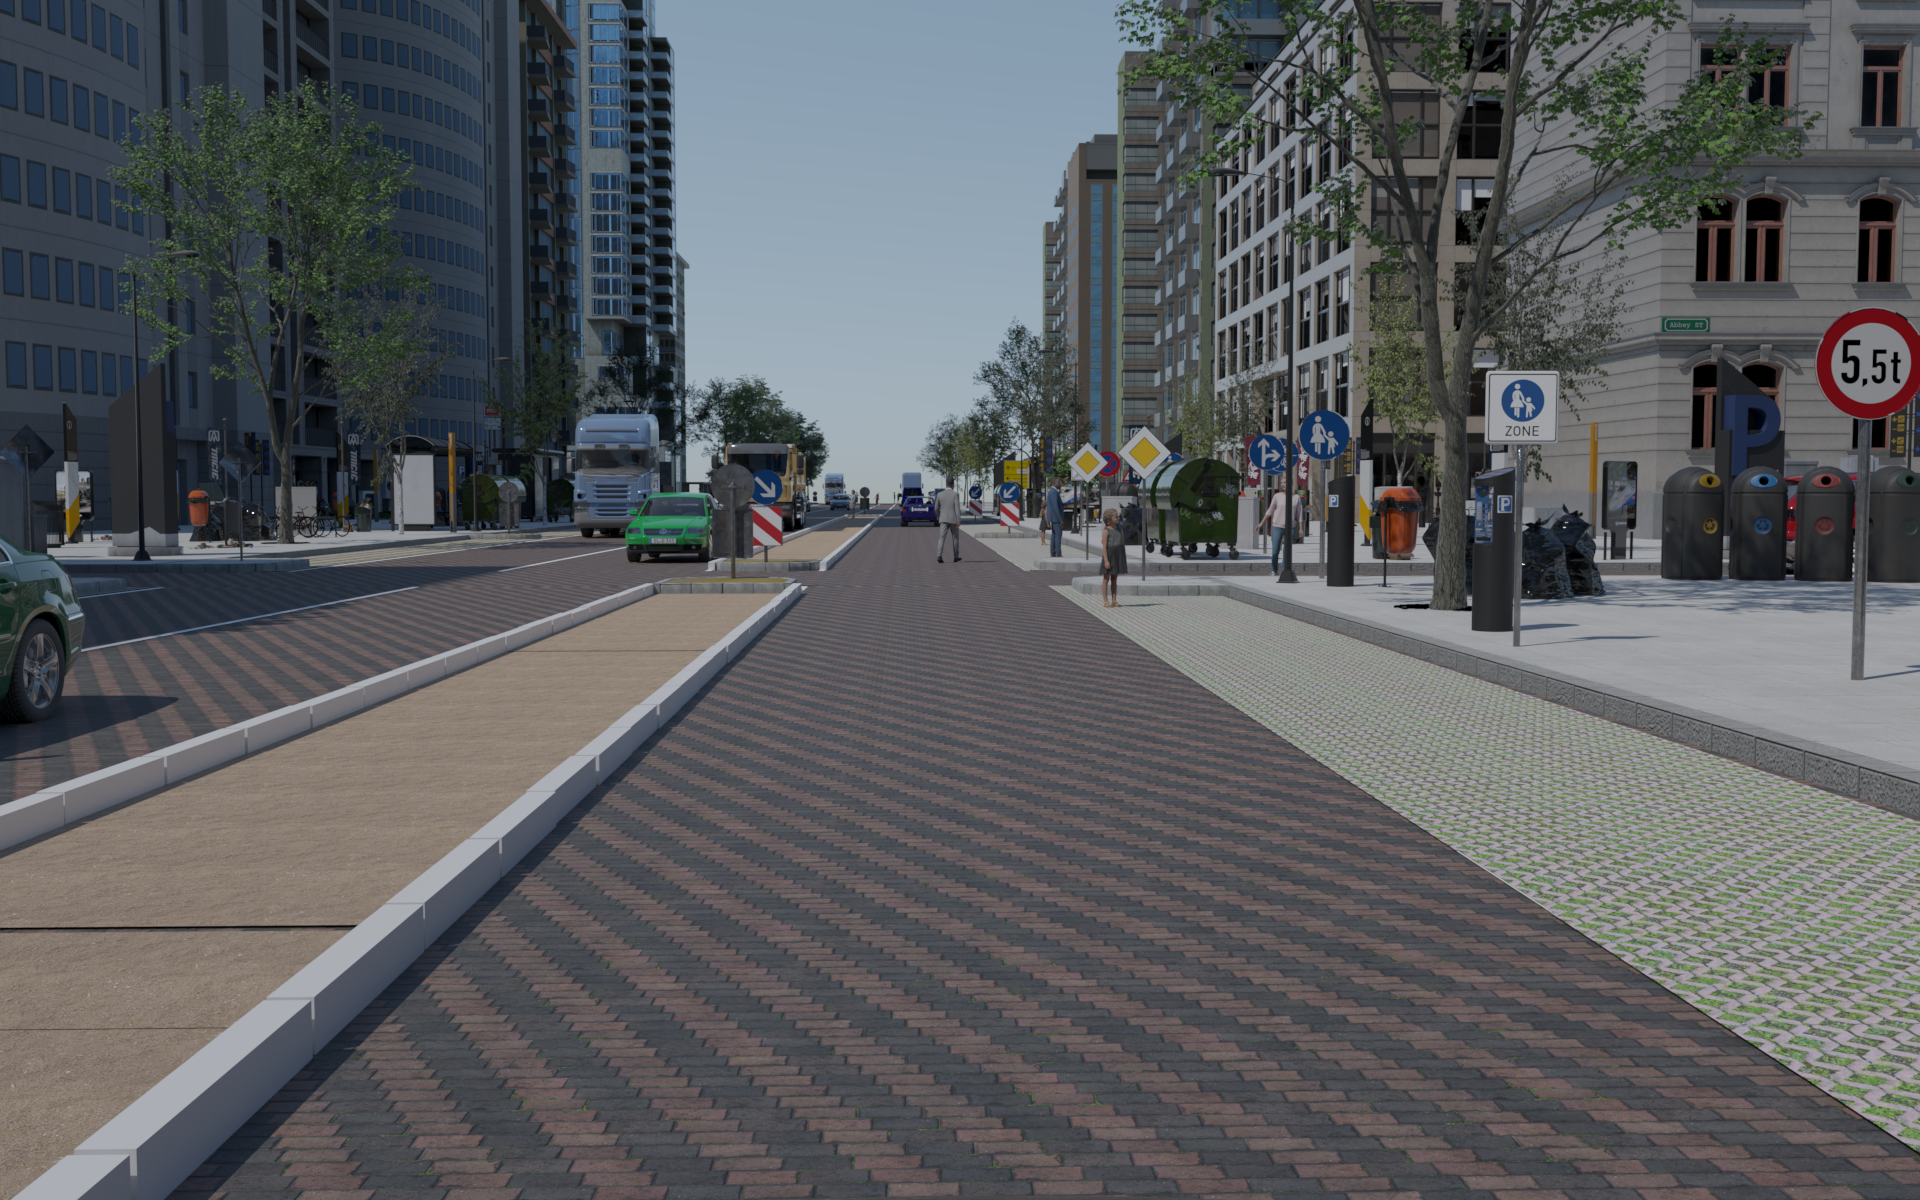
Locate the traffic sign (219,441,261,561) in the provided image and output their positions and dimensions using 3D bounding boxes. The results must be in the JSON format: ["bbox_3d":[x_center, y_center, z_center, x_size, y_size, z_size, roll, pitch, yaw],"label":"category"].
[{"bbox_3d":[-13.723,-1.797,33.031,0.795,2.450,0.064,0,4,-2],"label":"traffic sign"}]

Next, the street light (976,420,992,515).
[{"bbox_3d":[1.585,-8.283,107.966,1.470,5.913,1.316,0,4,-2],"label":"street light"}]

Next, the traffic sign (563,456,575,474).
[{"bbox_3d":[-20.120,-6.042,92.665,2.265,3.308,0.079,0,4,5],"label":"traffic sign"}]

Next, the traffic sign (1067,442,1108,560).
[{"bbox_3d":[2.464,-1.827,33.507,0.795,2.450,0.064,0,4,-2],"label":"traffic sign"}]

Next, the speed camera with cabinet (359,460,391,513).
[{"bbox_3d":[-31.018,-5.983,92.165,0.660,3.252,2.038,3,5,40],"label":"speed camera with cabinet"}]

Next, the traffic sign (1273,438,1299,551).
[{"bbox_3d":[7.266,-2.391,39.200,0.768,2.556,0.104,0,4,1],"label":"traffic sign"}]

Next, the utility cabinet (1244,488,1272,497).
[{"bbox_3d":[10.795,-3.320,62.959,0.318,1.500,1.173,-3,5,-43],"label":"utility cabinet"}]

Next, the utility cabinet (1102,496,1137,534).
[{"bbox_3d":[4.614,-2.384,50.133,1.020,1.237,0.306,2,4,34],"label":"utility cabinet"}]

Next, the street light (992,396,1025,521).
[{"bbox_3d":[2.386,-6.705,82.163,1.470,5.913,1.316,0,4,-2],"label":"street light"}]

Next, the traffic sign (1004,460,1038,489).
[{"bbox_3d":[3.762,-6.773,104.609,2.265,3.308,0.079,0,3,0],"label":"traffic sign"}]

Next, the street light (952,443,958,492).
[{"bbox_3d":[0.143,-11.363,158.330,1.470,5.913,1.316,0,4,-2],"label":"street light"}]

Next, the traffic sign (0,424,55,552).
[{"bbox_3d":[-13.477,-1.309,25.049,0.795,2.450,0.064,0,4,-2],"label":"traffic sign"}]

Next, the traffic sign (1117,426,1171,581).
[{"bbox_3d":[2.710,-1.338,25.525,0.795,2.450,0.064,0,4,-2],"label":"traffic sign"}]

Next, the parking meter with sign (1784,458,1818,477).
[{"bbox_3d":[17.740,-2.470,36.650,1.738,3.016,0.543,0,4,6],"label":"parking meter with sign"}]

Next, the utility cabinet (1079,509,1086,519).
[{"bbox_3d":[6.513,-4.806,89.739,0.306,1.237,1.020,-1,4,-19],"label":"utility cabinet"}]

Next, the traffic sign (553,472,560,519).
[{"bbox_3d":[-20.887,-5.439,89.029,0.768,2.556,0.104,0,4,5],"label":"traffic sign"}]

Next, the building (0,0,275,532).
[{"bbox_3d":[-40.436,-31.725,60.709,21.231,58.520,28.212,0,4,-2],"label":"building"}]

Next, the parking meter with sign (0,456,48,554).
[{"bbox_3d":[-19.101,-2.342,34.553,0.543,3.016,1.738,1,4,19],"label":"parking meter with sign"}]

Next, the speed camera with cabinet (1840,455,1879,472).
[{"bbox_3d":[22.199,-2.882,41.455,2.038,3.252,0.660,0,4,1],"label":"speed camera with cabinet"}]

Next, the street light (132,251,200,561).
[{"bbox_3d":[-15.209,-3.709,33.189,1.470,5.913,1.316,0,4,-2],"label":"street light"}]

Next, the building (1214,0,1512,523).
[{"bbox_3d":[26.199,-17.604,92.345,19.350,26.468,34.151,0,4,-2],"label":"building"}]

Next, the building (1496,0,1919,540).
[{"bbox_3d":[30.377,-16.327,54.330,23.554,28.519,14.401,0,4,-2],"label":"building"}]

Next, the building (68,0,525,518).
[{"bbox_3d":[-44.215,-35.375,120.381,21.231,58.520,28.212,0,4,-2],"label":"building"}]

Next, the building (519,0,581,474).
[{"bbox_3d":[-45.445,-30.268,149.511,22.147,44.769,28.867,0,4,-2],"label":"building"}]

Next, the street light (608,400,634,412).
[{"bbox_3d":[-16.797,-6.921,85.697,1.470,5.913,1.316,0,4,-2],"label":"street light"}]

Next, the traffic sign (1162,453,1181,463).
[{"bbox_3d":[6.554,-3.260,53.413,0.768,2.556,0.104,0,4,0],"label":"traffic sign"}]

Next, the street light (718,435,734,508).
[{"bbox_3d":[-18.334,-9.959,135.374,1.470,5.913,1.316,0,4,-2],"label":"street light"}]

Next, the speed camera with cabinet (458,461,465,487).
[{"bbox_3d":[-29.421,-6.784,105.251,2.038,3.252,0.660,-2,4,-31],"label":"speed camera with cabinet"}]

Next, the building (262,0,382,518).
[{"bbox_3d":[-43.283,-40.021,92.601,20.563,71.187,20.611,0,4,-2],"label":"building"}]

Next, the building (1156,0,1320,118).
[{"bbox_3d":[28.171,-31.919,141.481,23.786,49.044,30.456,0,4,-2],"label":"building"}]

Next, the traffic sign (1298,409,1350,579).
[{"bbox_3d":[5.492,-1.597,26.210,0.768,2.556,0.104,0,4,3],"label":"traffic sign"}]

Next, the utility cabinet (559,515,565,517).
[{"bbox_3d":[-22.014,-5.199,93.683,1.173,1.500,0.318,-2,4,-26],"label":"utility cabinet"}]

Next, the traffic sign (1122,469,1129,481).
[{"bbox_3d":[7.073,-4.341,70.972,0.884,2.594,0.081,0,4,6],"label":"traffic sign"}]

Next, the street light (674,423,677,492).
[{"bbox_3d":[-17.465,-8.374,109.463,1.470,5.913,1.316,0,4,-2],"label":"street light"}]

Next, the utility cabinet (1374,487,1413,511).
[{"bbox_3d":[12.864,-2.616,51.446,0.318,1.500,1.173,-3,4,-38],"label":"utility cabinet"}]

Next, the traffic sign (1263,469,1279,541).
[{"bbox_3d":[8.531,-2.880,47.186,0.768,2.556,0.104,0,4,0],"label":"traffic sign"}]

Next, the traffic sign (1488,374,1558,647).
[{"bbox_3d":[4.680,-0.756,14.496,0.606,2.300,0.079,0,4,0],"label":"traffic sign"}]

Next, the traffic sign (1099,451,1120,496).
[{"bbox_3d":[4.363,-3.130,51.290,0.768,2.556,0.104,0,4,6],"label":"traffic sign"}]

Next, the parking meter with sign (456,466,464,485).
[{"bbox_3d":[-30.931,-6.761,106.810,0.543,3.016,1.738,0,4,3],"label":"parking meter with sign"}]

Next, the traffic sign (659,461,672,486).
[{"bbox_3d":[-19.116,-6.988,108.122,2.265,3.308,0.079,0,4,2],"label":"traffic sign"}]

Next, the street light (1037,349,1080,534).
[{"bbox_3d":[3.183,-5.091,55.777,1.470,5.913,1.316,0,4,-2],"label":"street light"}]

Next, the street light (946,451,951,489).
[{"bbox_3d":[-0.798,-12.984,184.827,1.470,5.913,1.316,0,4,-2],"label":"street light"}]

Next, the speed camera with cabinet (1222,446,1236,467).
[{"bbox_3d":[10.923,-4.746,71.927,0.660,3.252,2.038,-1,4,-17],"label":"speed camera with cabinet"}]

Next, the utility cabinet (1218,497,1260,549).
[{"bbox_3d":[6.477,-1.793,40.481,1.020,1.237,0.306,3,4,36],"label":"utility cabinet"}]

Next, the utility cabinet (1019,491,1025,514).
[{"bbox_3d":[3.732,-6.100,108.408,0.318,1.500,1.173,-1,4,-20],"label":"utility cabinet"}]

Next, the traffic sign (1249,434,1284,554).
[{"bbox_3d":[6.552,-2.264,37.120,0.768,2.556,0.104,0,4,-1],"label":"traffic sign"}]

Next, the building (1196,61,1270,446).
[{"bbox_3d":[23.316,-21.271,119.484,14.160,30.474,14.107,0,4,-2],"label":"building"}]

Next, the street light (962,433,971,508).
[{"bbox_3d":[0.929,-9.785,132.527,1.470,5.913,1.316,0,4,-2],"label":"street light"}]

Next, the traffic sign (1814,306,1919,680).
[{"bbox_3d":[6.195,-0.720,11.879,0.768,2.556,0.104,0,4,-1],"label":"traffic sign"}]

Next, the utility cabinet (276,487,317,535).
[{"bbox_3d":[-20.638,-2.763,53.858,1.173,1.500,0.318,-1,4,-22],"label":"utility cabinet"}]

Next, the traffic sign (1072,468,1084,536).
[{"bbox_3d":[3.687,-3.088,52.616,0.606,2.300,0.079,0,4,0],"label":"traffic sign"}]

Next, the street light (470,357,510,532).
[{"bbox_3d":[-15.987,-5.288,58.992,1.470,5.913,1.316,0,4,-2],"label":"street light"}]
